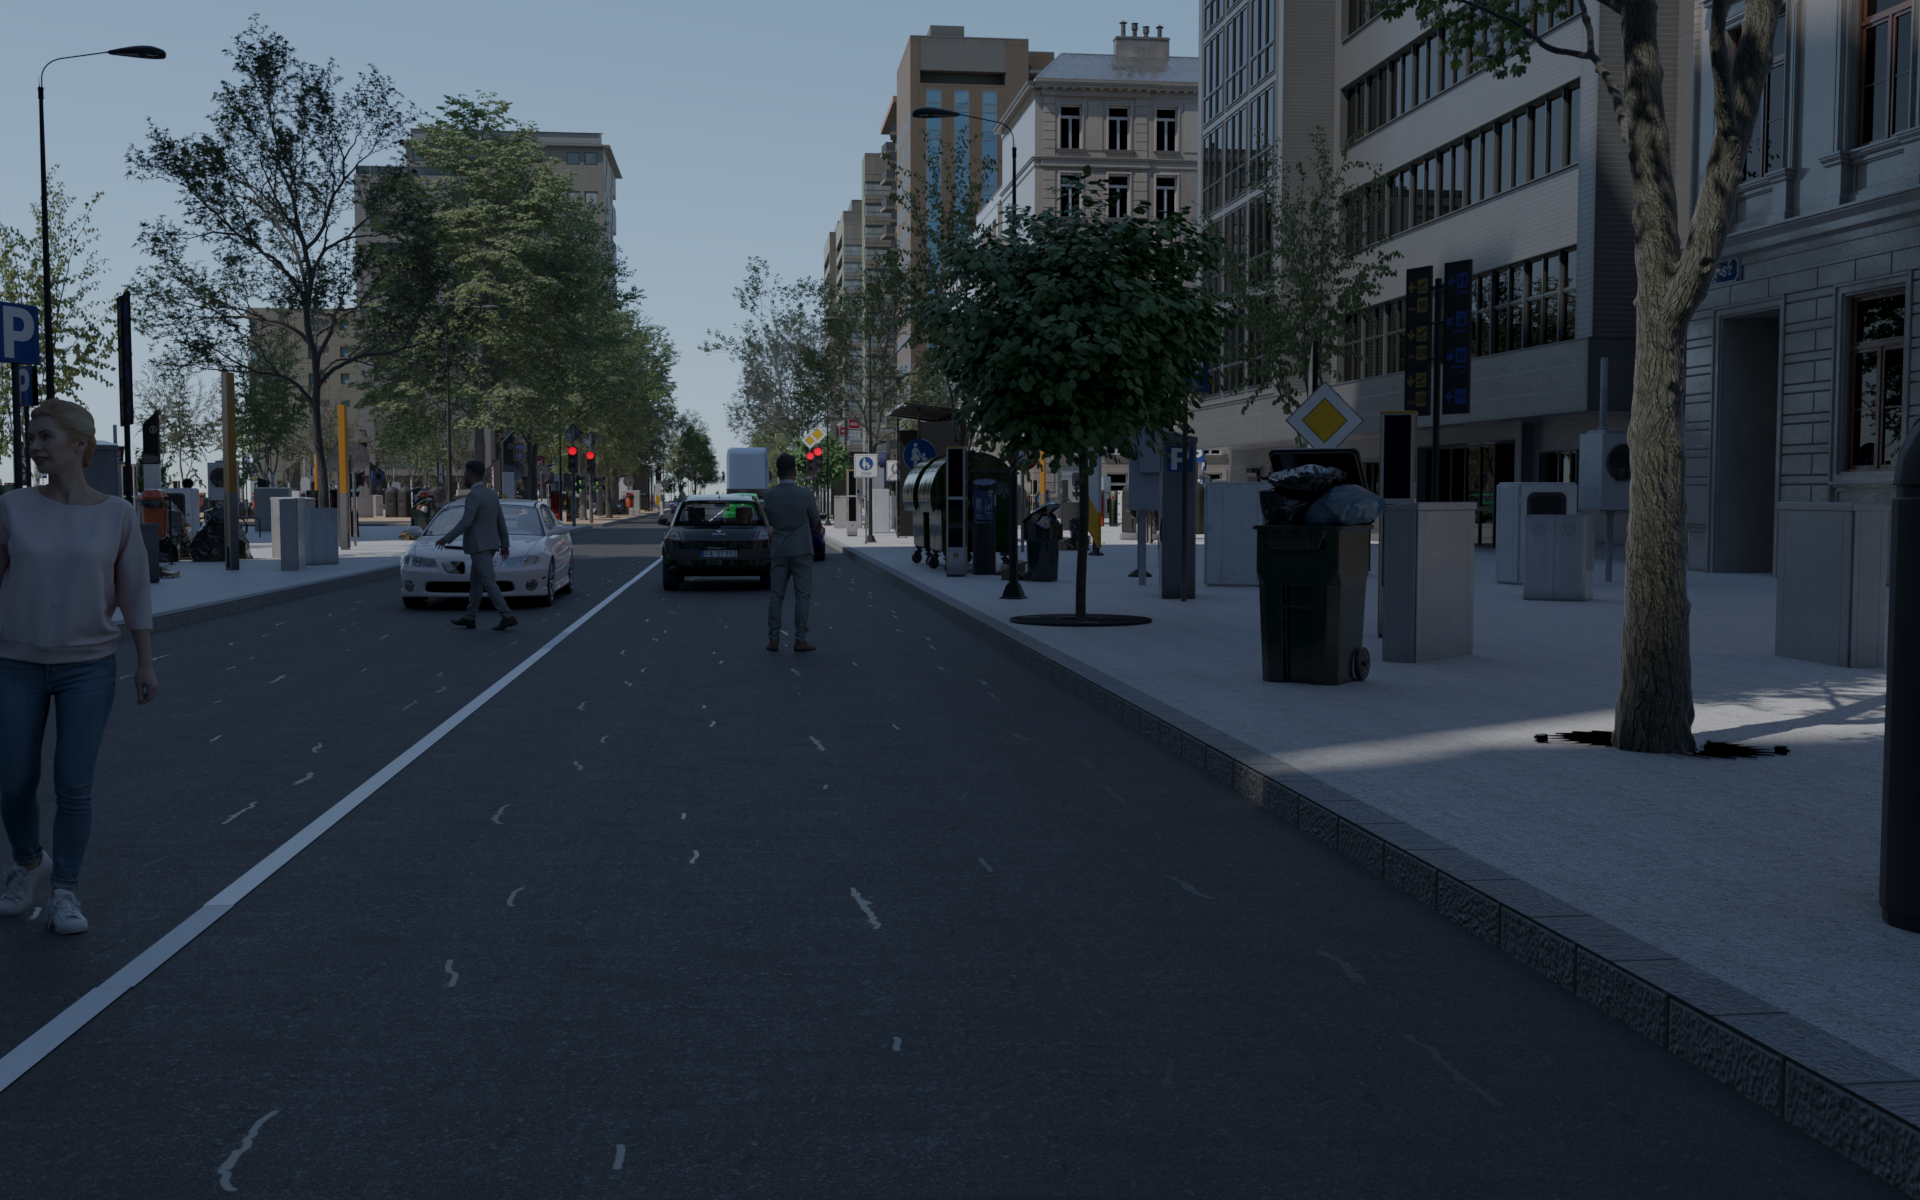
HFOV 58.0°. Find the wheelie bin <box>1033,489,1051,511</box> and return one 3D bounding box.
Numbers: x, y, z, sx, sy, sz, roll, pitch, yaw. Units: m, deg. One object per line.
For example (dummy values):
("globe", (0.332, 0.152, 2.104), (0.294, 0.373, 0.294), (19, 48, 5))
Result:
("wheelie bin", (3.267, -3.735, 68.983), (0.693, 1.594, 0.980), (0, 4, -3))

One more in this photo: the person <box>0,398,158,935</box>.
("person", (-3.091, 0.209, 5.756), (0.731, 1.740, 0.598), (-2, 4, -30))

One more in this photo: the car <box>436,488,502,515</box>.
("car", (-20.881, -3.856, 72.831), (4.222, 1.686, 2.009), (0, 4, -7))

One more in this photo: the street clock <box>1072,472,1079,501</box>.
("street clock", (3.886, -3.253, 57.750), (0.358, 2.002, 0.471), (-1, 4, -9))

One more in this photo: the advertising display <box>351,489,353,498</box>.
("advertising display", (-47.470, -7.950, 135.197), (0.974, 1.923, 0.123), (2, 4, 33))

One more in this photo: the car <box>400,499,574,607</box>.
("car", (-6.331, -0.683, 23.530), (2.083, 1.381, 4.827), (0, 4, -8))

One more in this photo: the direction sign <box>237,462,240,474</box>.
("direction sign", (-50.317, -7.833, 120.073), (0.876, 3.537, 0.379), (1, 4, 14))

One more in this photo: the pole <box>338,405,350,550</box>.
("pole", (-14.121, -2.805, 39.704), (0.158, 3.312, 0.155), (0, 3, 0))

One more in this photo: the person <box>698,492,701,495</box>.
("person", (-31.921, -12.475, 212.989), (1.217, 1.766, 0.721), (3, 5, 41))

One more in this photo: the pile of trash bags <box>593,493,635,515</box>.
("pile of trash bags", (-20.999, -5.899, 106.196), (1.912, 1.369, 3.447), (-3, 5, -44))

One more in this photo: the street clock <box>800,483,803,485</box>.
("street clock", (-8.502, -5.389, 92.675), (0.358, 2.002, 0.471), (1, 4, 12))

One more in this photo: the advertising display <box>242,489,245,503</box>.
("advertising display", (-54.805, -7.776, 132.345), (0.123, 1.923, 0.974), (-2, 4, -29))

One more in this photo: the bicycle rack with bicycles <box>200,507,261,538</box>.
("bicycle rack with bicycles", (-21.716, -2.265, 50.417), (2.925, 0.926, 2.852), (2, 4, 27))

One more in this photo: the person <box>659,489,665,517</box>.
("person", (-18.596, -6.062, 108.166), (0.362, 1.759, 0.519), (-1, 4, -16))

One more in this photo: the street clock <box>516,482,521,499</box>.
("street clock", (-26.916, -6.147, 105.069), (0.471, 2.002, 0.358), (-3, 5, -40))

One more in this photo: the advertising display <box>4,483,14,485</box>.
("advertising display", (-52.753, -5.584, 96.504), (0.974, 1.923, 0.123), (0, 4, 6))

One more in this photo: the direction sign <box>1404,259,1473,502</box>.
("direction sign", (4.712, -1.538, 17.151), (0.379, 3.537, 0.876), (-2, 4, -29))

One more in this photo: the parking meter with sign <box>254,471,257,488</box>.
("parking meter with sign", (-41.264, -6.435, 101.466), (0.543, 3.016, 1.738), (-3, 5, -40))

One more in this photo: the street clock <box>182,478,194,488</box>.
("street clock", (-34.890, -4.509, 78.288), (0.471, 2.002, 0.358), (-2, 4, -32))

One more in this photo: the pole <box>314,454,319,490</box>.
("pole", (-32.728, -5.767, 88.126), (0.158, 3.312, 0.155), (0, 3, 0))

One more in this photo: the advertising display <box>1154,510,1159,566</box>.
("advertising display", (3.580, -1.560, 30.724), (0.123, 1.923, 0.974), (0, 4, 2))

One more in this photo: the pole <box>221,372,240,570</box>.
("pole", (-12.271, -2.157, 29.117), (0.158, 3.312, 0.155), (0, 3, 0))

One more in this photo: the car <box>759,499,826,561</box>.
("car", (-3.925, -1.589, 38.565), (1.945, 1.354, 3.894), (0, 4, -7))

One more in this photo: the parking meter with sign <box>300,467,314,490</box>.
("parking meter with sign", (-42.870, -7.177, 113.608), (1.738, 3.016, 0.543), (2, 4, 29))

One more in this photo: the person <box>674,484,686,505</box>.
("person", (-10.737, -3.533, 66.453), (0.466, 1.800, 0.511), (-1, 4, -11))

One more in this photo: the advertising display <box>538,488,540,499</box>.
("advertising display", (-34.179, -8.213, 139.503), (0.974, 1.923, 0.123), (2, 4, 34))

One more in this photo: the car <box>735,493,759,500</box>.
("car", (-9.911, -4.316, 79.365), (1.959, 1.807, 4.718), (0, 4, -6))

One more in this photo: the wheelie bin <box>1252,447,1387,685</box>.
("wheelie bin", (2.435, -0.241, 11.842), (0.980, 1.594, 0.693), (2, 4, 34))

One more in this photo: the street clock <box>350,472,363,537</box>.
("street clock", (-18.147, -2.895, 51.896), (0.471, 2.002, 0.358), (0, 4, 6))

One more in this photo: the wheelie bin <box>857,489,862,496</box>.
("wheelie bin", (-6.832, -6.404, 112.606), (0.980, 1.594, 0.693), (2, 4, 24))

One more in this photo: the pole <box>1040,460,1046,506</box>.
("pole", (2.725, -3.866, 57.058), (0.158, 3.312, 0.155), (0, 3, 0))

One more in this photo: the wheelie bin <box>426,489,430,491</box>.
("wheelie bin", (-35.414, -6.556, 115.096), (0.980, 1.594, 0.693), (-3, 5, -44))

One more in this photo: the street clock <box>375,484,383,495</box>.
("street clock", (-42.205, -7.416, 125.827), (0.471, 2.002, 0.358), (1, 4, 12))

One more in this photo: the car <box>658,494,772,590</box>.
("car", (-3.771, -1.071, 27.301), (2.009, 1.686, 4.222), (0, 4, -7))

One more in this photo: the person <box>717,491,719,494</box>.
("person", (-29.272, -12.278, 209.275), (0.705, 1.821, 1.348), (-3, 5, -39))

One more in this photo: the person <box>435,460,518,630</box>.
("person", (-5.061, -0.583, 18.313), (0.850, 1.792, 0.678), (1, 4, 12))

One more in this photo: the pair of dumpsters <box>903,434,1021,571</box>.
("pair of dumpsters", (-0.009, -1.687, 30.080), (1.574, 2.255, 4.437), (0, 4, -7))

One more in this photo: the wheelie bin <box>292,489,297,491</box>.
("wheelie bin", (-40.175, -5.910, 104.542), (0.980, 1.594, 0.693), (3, 5, 41))

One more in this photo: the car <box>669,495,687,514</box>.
("car", (-20.136, -6.921, 125.746), (1.945, 1.354, 3.894), (-1, 4, -9))

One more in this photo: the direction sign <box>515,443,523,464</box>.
("direction sign", (-19.695, -5.164, 76.423), (0.876, 3.537, 0.379), (0, 4, 3))

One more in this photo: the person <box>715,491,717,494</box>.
("person", (-36.145, -15.231, 257.401), (0.709, 1.838, 0.599), (-1, 4, -18))

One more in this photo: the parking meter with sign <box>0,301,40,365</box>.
("parking meter with sign", (-9.450, -1.211, 16.057), (1.738, 3.016, 0.543), (1, 4, 11))

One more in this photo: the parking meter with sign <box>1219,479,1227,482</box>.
("parking meter with sign", (13.173, -5.611, 88.002), (1.738, 3.016, 0.543), (-1, 4, -11))

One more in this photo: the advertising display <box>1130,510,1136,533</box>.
("advertising display", (5.489, -2.842, 51.685), (0.974, 1.923, 0.123), (-2, 4, -32))

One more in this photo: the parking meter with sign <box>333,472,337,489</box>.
("parking meter with sign", (-40.921, -7.194, 113.881), (0.543, 3.016, 1.738), (0, 4, -4))

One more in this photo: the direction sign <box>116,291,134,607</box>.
("direction sign", (-9.485, -1.697, 19.738), (0.379, 3.537, 0.876), (-2, 4, -33))

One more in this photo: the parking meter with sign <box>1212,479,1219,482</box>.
("parking meter with sign", (9.340, -4.296, 66.493), (0.543, 3.016, 1.738), (2, 4, 25))

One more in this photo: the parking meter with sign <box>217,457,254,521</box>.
("parking meter with sign", (-34.396, -5.218, 81.570), (1.738, 3.016, 0.543), (0, 4, 5))

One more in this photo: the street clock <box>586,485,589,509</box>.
("street clock", (-31.258, -8.608, 145.309), (0.358, 2.002, 0.471), (2, 4, 31))

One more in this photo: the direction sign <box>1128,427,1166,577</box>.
("direction sign", (2.795, -2.126, 26.759), (0.876, 3.537, 0.379), (-2, 4, -26))

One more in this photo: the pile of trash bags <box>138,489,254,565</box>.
("pile of trash bags", (-14.695, -1.405, 32.728), (1.912, 1.369, 3.447), (0, 4, -7))

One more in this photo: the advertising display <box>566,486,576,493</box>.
("advertising display", (-32.224, -8.463, 143.580), (0.123, 1.923, 0.974), (3, 5, 43))

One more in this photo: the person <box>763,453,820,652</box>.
("person", (-1.542, -0.443, 15.917), (0.511, 1.800, 0.466), (0, 4, -1))

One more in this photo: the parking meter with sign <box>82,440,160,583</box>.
("parking meter with sign", (-12.216, -1.716, 24.321), (0.543, 3.016, 1.738), (3, 4, 38))

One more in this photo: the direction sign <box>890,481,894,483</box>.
("direction sign", (-5.150, -8.037, 123.395), (0.876, 3.537, 0.379), (0, 4, 1))

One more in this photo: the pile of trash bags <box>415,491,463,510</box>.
("pile of trash bags", (-15.409, -2.662, 53.269), (1.912, 1.369, 3.447), (2, 4, 25))

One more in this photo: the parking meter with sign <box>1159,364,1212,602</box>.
("parking meter with sign", (2.713, -1.538, 21.405), (0.543, 3.016, 1.738), (0, 4, 3))

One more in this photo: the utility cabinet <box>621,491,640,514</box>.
("utility cabinet", (-20.846, -6.170, 109.555), (1.173, 1.500, 0.318), (0, 4, 2))
